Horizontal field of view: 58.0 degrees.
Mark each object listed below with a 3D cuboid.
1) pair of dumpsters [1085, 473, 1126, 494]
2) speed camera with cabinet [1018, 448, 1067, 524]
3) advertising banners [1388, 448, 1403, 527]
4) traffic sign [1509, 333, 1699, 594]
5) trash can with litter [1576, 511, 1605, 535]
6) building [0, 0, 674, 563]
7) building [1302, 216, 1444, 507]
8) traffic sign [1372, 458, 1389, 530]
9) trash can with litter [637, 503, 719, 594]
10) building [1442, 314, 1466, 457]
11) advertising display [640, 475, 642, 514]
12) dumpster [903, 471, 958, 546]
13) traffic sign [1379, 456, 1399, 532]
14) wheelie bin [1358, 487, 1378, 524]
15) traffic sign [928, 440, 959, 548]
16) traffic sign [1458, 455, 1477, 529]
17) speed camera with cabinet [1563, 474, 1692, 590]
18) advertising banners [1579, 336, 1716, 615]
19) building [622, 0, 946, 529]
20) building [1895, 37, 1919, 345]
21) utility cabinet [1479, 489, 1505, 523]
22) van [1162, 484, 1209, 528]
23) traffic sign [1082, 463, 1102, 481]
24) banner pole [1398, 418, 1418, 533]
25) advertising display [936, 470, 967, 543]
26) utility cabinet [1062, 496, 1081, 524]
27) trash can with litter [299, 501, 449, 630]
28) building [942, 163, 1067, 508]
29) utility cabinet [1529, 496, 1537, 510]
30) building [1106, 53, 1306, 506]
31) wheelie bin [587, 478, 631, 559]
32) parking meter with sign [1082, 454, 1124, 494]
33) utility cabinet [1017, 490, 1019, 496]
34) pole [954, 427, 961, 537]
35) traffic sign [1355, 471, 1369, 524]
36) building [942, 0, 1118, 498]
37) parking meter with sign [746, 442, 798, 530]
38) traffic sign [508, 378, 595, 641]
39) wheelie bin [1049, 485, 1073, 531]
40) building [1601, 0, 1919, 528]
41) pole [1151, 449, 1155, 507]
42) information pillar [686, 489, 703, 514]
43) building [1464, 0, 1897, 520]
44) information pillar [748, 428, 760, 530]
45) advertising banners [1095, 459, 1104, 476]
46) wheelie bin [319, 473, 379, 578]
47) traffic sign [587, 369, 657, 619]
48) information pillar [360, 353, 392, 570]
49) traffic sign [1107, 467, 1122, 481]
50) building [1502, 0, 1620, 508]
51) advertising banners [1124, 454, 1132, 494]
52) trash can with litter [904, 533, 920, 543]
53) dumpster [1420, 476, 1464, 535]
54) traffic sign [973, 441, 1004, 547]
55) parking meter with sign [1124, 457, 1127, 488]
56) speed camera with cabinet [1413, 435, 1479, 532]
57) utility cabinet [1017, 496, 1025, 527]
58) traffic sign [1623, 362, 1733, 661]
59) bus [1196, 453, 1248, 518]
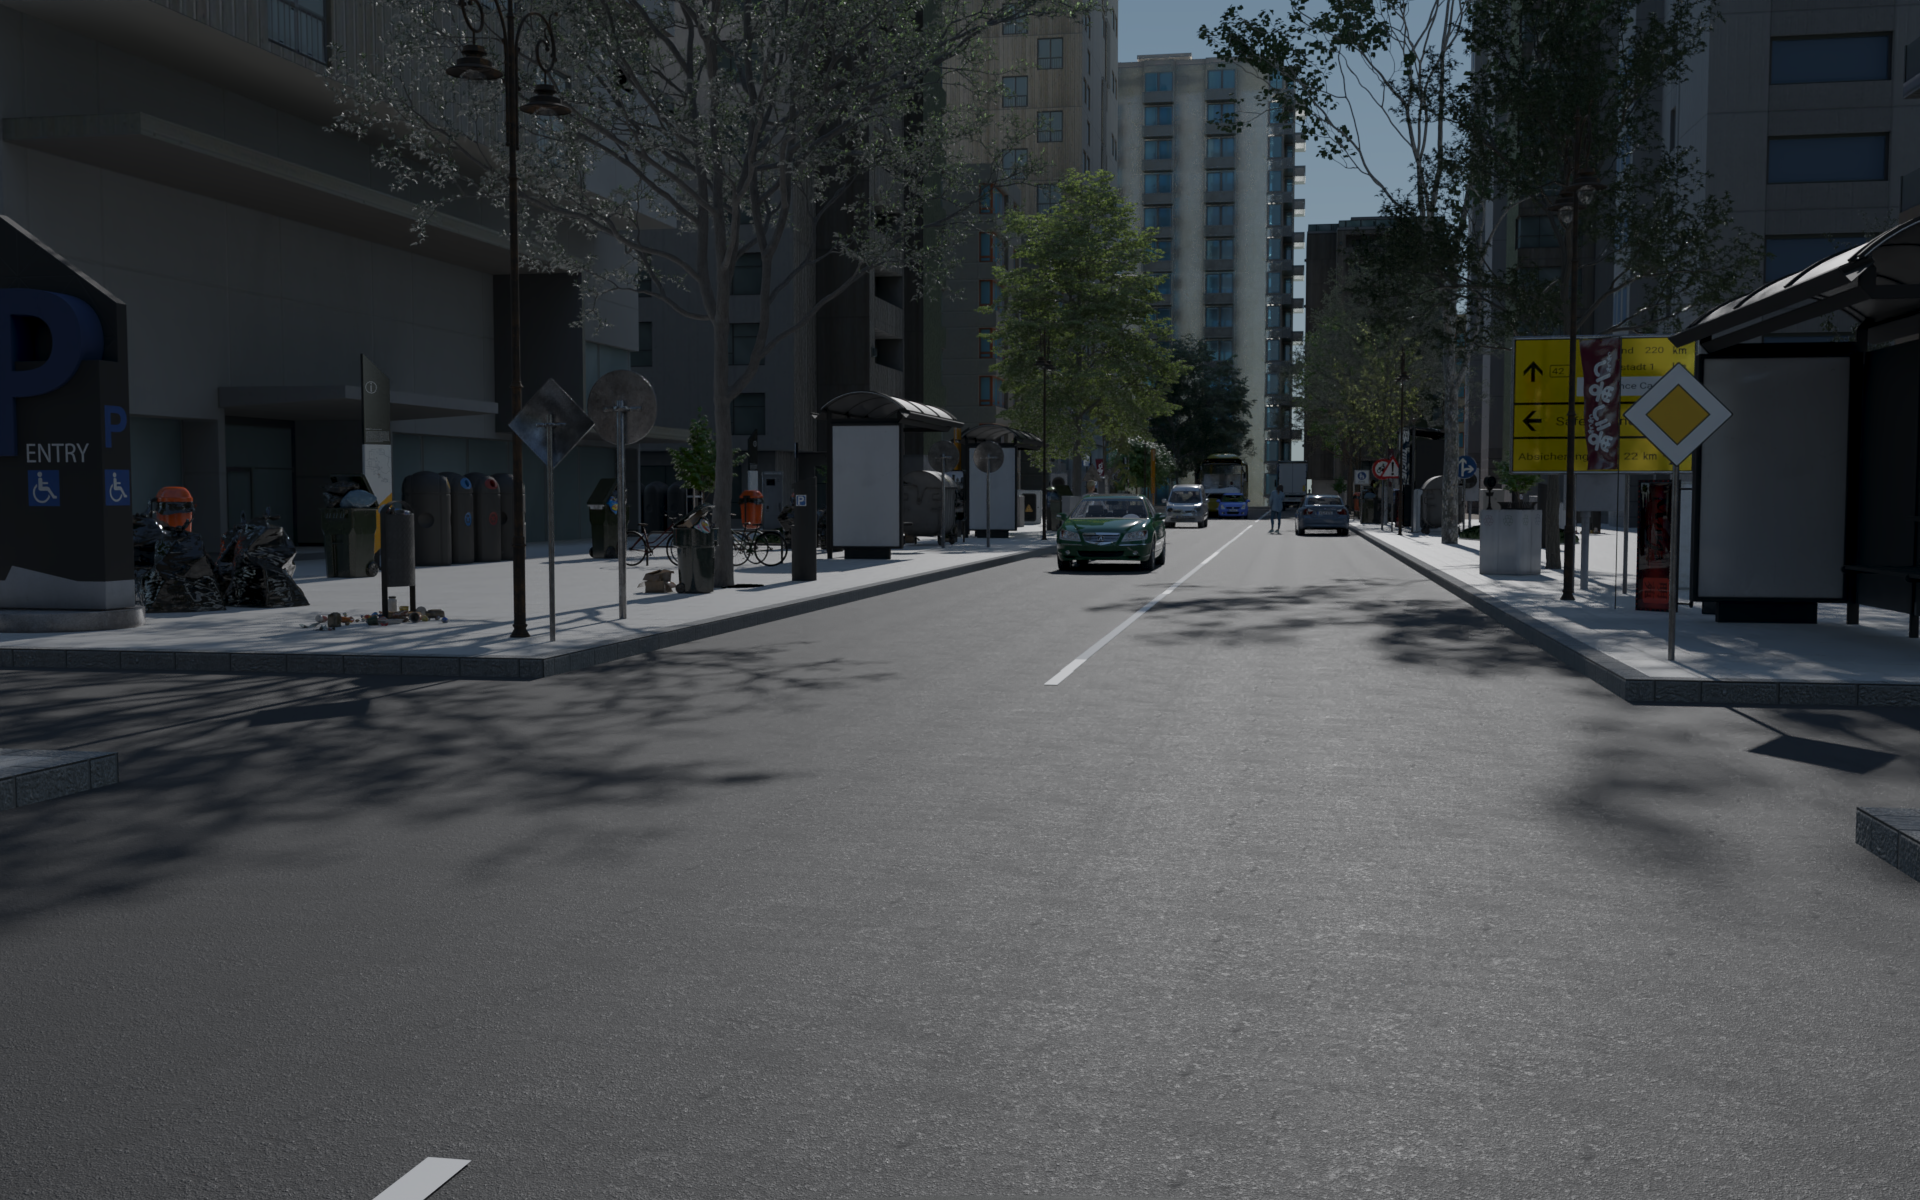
[{"bbox_3d":[6.568,-4.647,78.469,1.574,2.255,4.437,1,4,11],"label":"pair of dumpsters"},{"bbox_3d":[3.495,-4.825,73.220,2.038,3.252,0.660,0,4,7],"label":"speed camera with cabinet"},{"bbox_3d":[17.022,-4.343,67.197,0.090,3.025,2.074,3,4,38],"label":"advertising banners"},{"bbox_3d":[8.231,-1.734,22.227,2.265,3.308,0.079,1,4,12],"label":"traffic sign"},{"bbox_3d":[19.664,-2.728,55.667,2.233,1.210,1.678,1,4,12],"label":"trash can with litter"},{"bbox_3d":[-23.034,-27.507,38.984,28.713,52.752,27.495,1,4,11],"label":"building"},{"bbox_3d":[43.462,-25.154,182.974,14.107,30.474,14.160,1,4,11],"label":"building"},{"bbox_3d":[15.088,-3.775,61.827,0.768,2.556,0.104,1,4,12],"label":"traffic sign"},{"bbox_3d":[-3.662,-0.675,22.424,1.055,1.170,0.624,1,4,11],"label":"trash can with litter"},{"bbox_3d":[65.665,-20.785,184.874,28.899,21.520,27.650,1,4,11],"label":"building"},{"bbox_3d":[-10.565,-3.030,54.755,0.974,1.923,0.123,-1,4,-9],"label":"advertising display"},{"bbox_3d":[-0.830,-2.302,43.395,1.264,1.857,1.865,1,4,11],"label":"dumpster"},{"bbox_3d":[14.561,-3.566,58.316,0.884,2.594,0.081,1,4,20],"label":"traffic sign"},{"bbox_3d":[17.711,-4.113,75.152,0.693,1.594,0.980,-2,4,-24],"label":"wheelie bin"},{"bbox_3d":[-0.401,-2.506,41.080,0.768,2.556,0.104,1,4,12],"label":"traffic sign"},{"bbox_3d":[16.664,-3.494,57.234,0.768,2.556,0.104,1,4,18],"label":"traffic sign"},{"bbox_3d":[9.251,-1.774,23.337,2.038,3.252,0.660,0,4,5],"label":"speed camera with cabinet"},{"bbox_3d":[7.626,-1.384,18.809,0.090,3.025,2.074,-3,4,-38],"label":"advertising banners"},{"bbox_3d":[-8.778,-18.202,69.312,14.160,30.474,14.107,1,4,11],"label":"building"},{"bbox_3d":[23.877,-22.903,24.571,14.200,45.320,14.600,1,4,11],"label":"building"},{"bbox_3d":[23.314,-4.113,75.924,1.173,1.500,0.318,-2,4,-25],"label":"utility cabinet"},{"bbox_3d":[9.753,-4.130,74.535,2.013,2.044,4.112,1,4,12],"label":"van"},{"bbox_3d":[5.547,-4.450,72.760,0.884,2.594,0.081,1,4,19],"label":"traffic sign"},{"bbox_3d":[14.813,-4.116,57.308,0.863,3.779,0.401,-2,4,-27],"label":"banner pole"},{"bbox_3d":[-0.239,-2.499,46.080,0.974,1.923,0.123,3,4,37],"label":"advertising display"},{"bbox_3d":[3.760,-2.881,58.263,0.306,1.237,1.020,2,4,27],"label":"utility cabinet"},{"bbox_3d":[-5.933,-0.383,17.314,1.678,1.210,2.233,1,4,15],"label":"trash can with litter"},{"bbox_3d":[-8.985,-16.047,107.416,27.650,21.520,28.899,1,4,11],"label":"building"},{"bbox_3d":[19.724,-2.902,58.609,1.020,1.237,0.306,-2,4,-29],"label":"utility cabinet"},{"bbox_3d":[22.491,-34.970,191.359,30.456,49.044,23.786,1,4,11],"label":"building"},{"bbox_3d":[-7.017,-1.634,34.631,0.693,1.594,0.980,-3,5,-45],"label":"wheelie bin"},{"bbox_3d":[6.143,-4.817,75.018,1.738,3.016,0.543,-2,4,-34],"label":"parking meter with sign"},{"bbox_3d":[2.742,-4.842,87.840,1.173,1.500,0.318,3,4,37],"label":"utility cabinet"},{"bbox_3d":[-0.073,-3.526,51.492,0.158,3.312,0.155,0,3,0],"label":"pole"},{"bbox_3d":[17.169,-4.398,74.043,0.606,2.300,0.079,1,4,15],"label":"traffic sign"},{"bbox_3d":[-1.054,-34.021,145.486,27.495,52.752,28.713,1,4,11],"label":"building"},{"bbox_3d":[-6.321,-3.793,58.274,1.738,3.016,0.543,-1,4,-9],"label":"parking meter with sign"},{"bbox_3d":[-3.547,-0.697,15.031,0.795,2.450,0.064,1,4,11],"label":"traffic sign"},{"bbox_3d":[3.484,-3.172,59.775,0.980,1.594,0.693,-3,4,-36],"label":"wheelie bin"},{"bbox_3d":[35.934,-31.931,64.078,21.231,58.520,28.212,1,4,11],"label":"building"},{"bbox_3d":[8.787,-5.202,78.892,0.158,3.312,0.155,0,3,0],"label":"pole"},{"bbox_3d":[-6.808,-2.442,44.422,0.304,2.012,0.304,3,5,39],"label":"information pillar"},{"bbox_3d":[43.779,-34.820,111.304,21.231,58.520,28.212,1,4,11],"label":"building"},{"bbox_3d":[-7.353,-4.293,61.551,0.183,3.616,0.504,2,4,31],"label":"information pillar"},{"bbox_3d":[7.527,-5.435,85.046,2.074,3.025,0.090,3,4,36],"label":"advertising banners"},{"bbox_3d":[-9.386,-1.146,26.648,0.980,1.594,0.693,1,4,19],"label":"wheelie bin"},{"bbox_3d":[-3.467,-1.078,17.736,0.768,2.556,0.104,1,4,12],"label":"traffic sign"},{"bbox_3d":[-9.790,-2.305,29.040,0.183,3.616,0.504,3,5,45],"label":"information pillar"},{"bbox_3d":[7.189,-4.948,81.009,0.768,2.556,0.104,1,4,17],"label":"traffic sign"},{"bbox_3d":[35.955,-19.563,91.556,14.160,30.474,14.107,1,4,11],"label":"building"},{"bbox_3d":[7.145,-4.765,74.094,0.090,3.025,2.074,1,4,10],"label":"advertising banners"},{"bbox_3d":[-1.570,-2.077,45.352,1.055,1.170,0.624,1,4,9],"label":"trash can with litter"},{"bbox_3d":[15.396,-3.029,55.284,1.264,1.857,1.865,1,4,11],"label":"dumpster"},{"bbox_3d":[0.678,-2.538,41.603,0.768,2.556,0.104,1,4,16],"label":"traffic sign"},{"bbox_3d":[7.003,-5.265,82.348,1.738,3.016,0.543,1,4,15],"label":"parking meter with sign"},{"bbox_3d":[16.278,-3.893,57.991,2.038,3.252,0.660,0,4,4],"label":"speed camera with cabinet"},{"bbox_3d":[2.078,-3.456,67.665,0.306,1.237,1.020,-3,5,-41],"label":"utility cabinet"},{"bbox_3d":[5.481,-0.590,13.290,0.795,2.450,0.064,1,4,11],"label":"traffic sign"},{"bbox_3d":[16.614,-7.154,108.518,2.896,3.916,12.252,1,4,11],"label":"bus"}]
